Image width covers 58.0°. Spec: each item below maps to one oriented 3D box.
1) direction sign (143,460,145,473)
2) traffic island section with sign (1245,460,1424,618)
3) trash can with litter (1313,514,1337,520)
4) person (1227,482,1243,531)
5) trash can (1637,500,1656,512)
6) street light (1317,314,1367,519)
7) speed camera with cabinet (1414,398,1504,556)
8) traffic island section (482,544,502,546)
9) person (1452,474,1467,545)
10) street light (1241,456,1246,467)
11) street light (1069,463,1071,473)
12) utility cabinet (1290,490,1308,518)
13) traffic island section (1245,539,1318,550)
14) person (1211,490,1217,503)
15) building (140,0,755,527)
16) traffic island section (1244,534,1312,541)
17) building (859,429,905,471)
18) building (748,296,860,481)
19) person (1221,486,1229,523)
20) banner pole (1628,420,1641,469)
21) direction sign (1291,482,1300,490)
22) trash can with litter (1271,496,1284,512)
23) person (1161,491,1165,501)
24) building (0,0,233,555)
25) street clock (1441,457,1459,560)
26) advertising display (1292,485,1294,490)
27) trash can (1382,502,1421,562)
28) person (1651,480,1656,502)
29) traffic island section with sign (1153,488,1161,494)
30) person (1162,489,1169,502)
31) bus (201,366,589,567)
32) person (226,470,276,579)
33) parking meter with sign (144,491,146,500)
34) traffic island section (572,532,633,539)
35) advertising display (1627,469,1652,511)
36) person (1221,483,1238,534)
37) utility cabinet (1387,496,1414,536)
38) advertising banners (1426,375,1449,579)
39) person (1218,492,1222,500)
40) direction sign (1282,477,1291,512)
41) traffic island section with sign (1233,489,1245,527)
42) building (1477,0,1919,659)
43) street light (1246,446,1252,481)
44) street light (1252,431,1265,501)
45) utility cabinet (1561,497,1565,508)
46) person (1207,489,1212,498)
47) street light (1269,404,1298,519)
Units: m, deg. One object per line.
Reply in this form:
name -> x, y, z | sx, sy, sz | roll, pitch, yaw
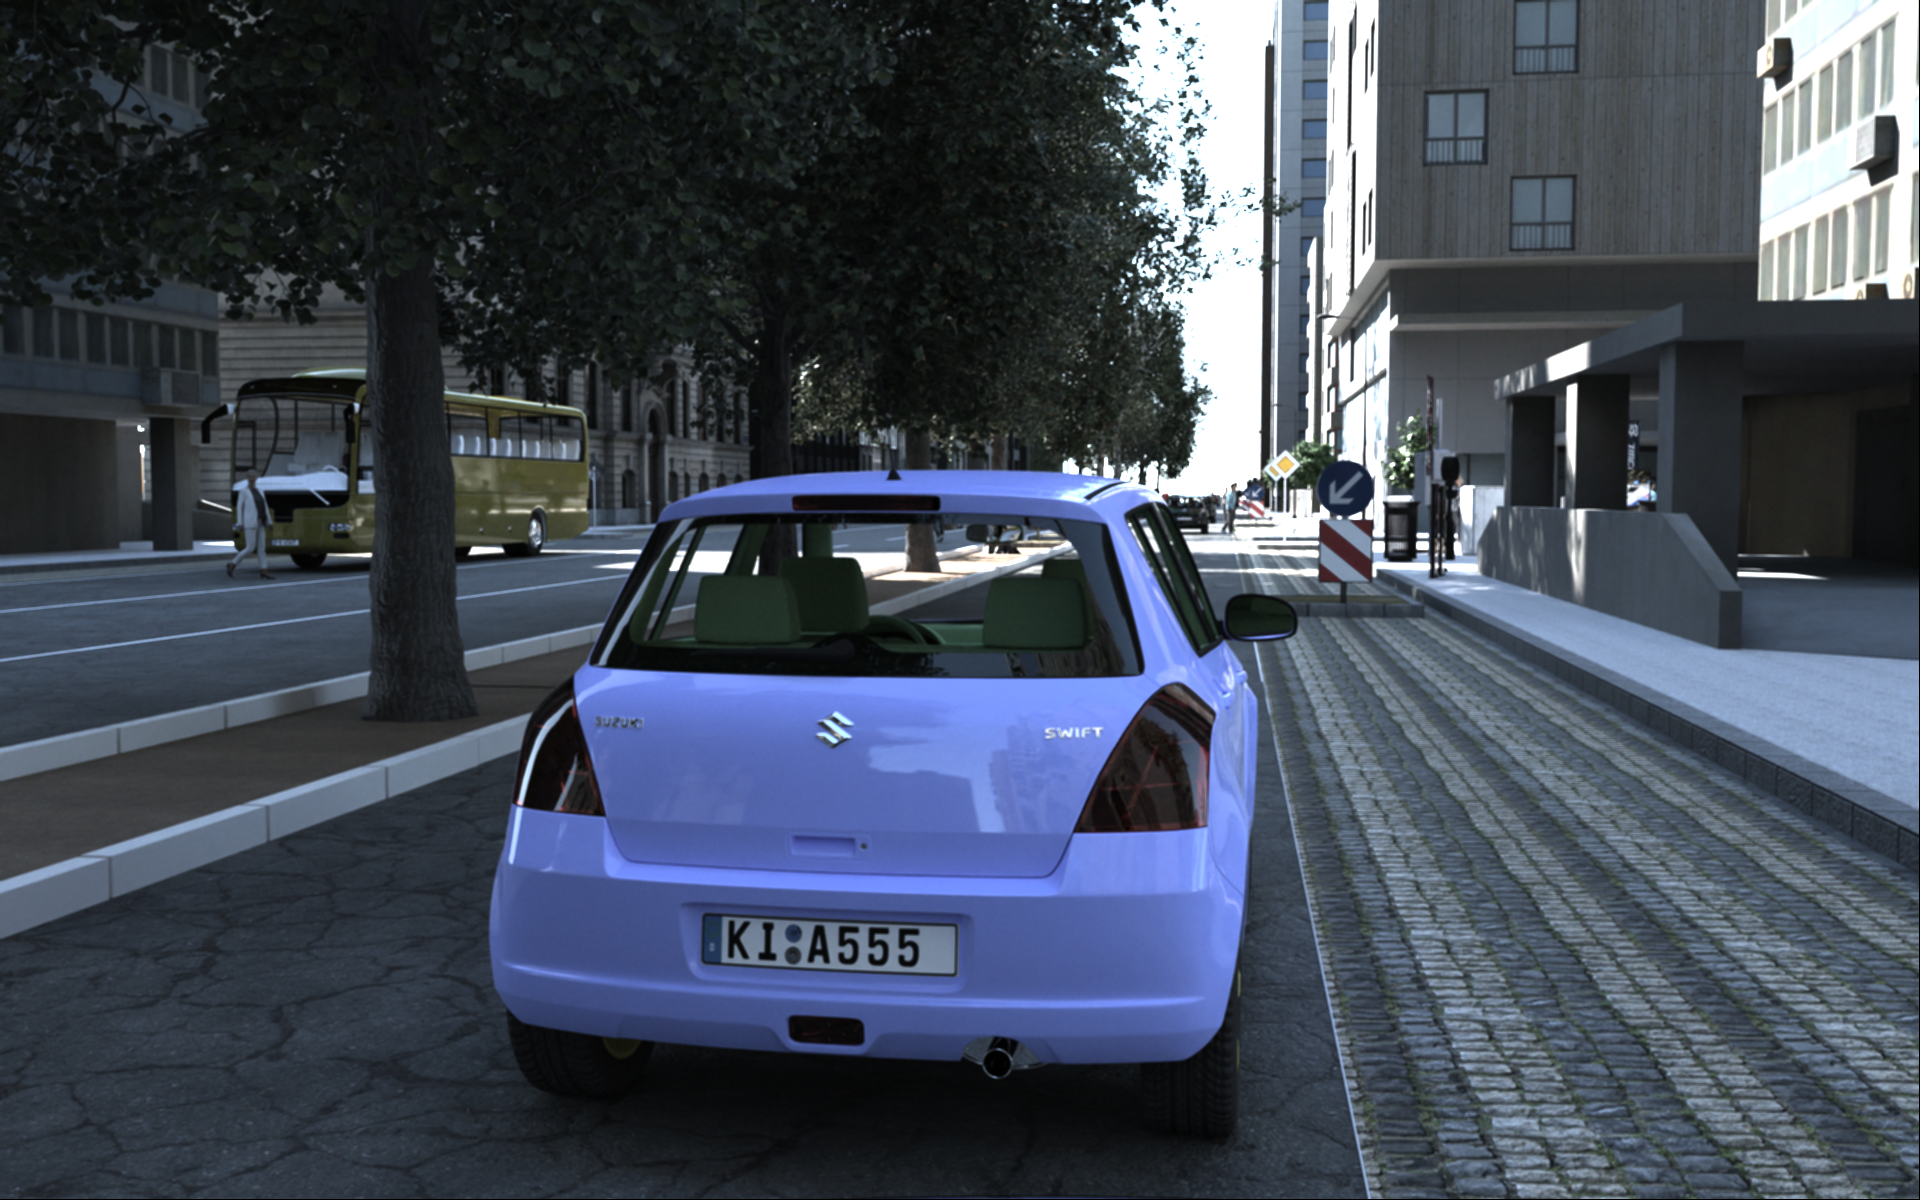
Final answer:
direction sign -> -49.276, -6.884, 104.546 | 0.379, 3.537, 0.876 | -1, 4, -9
traffic island section with sign -> 4.498, -0.755, 20.964 | 1.989, 1.847, 2.006 | 1, 4, 9
trash can with litter -> 18.661, -4.585, 86.017 | 1.678, 1.210, 2.233 | -1, 4, -10
person -> 10.656, -3.623, 67.098 | 0.474, 1.900, 0.648 | 3, 4, 36
trash can -> 15.569, -1.664, 38.865 | 0.748, 1.137, 0.748 | 0, 3, 0
street light -> 9.912, -4.418, 44.778 | 1.470, 5.913, 1.316 | 1, 4, 9
speed camera with cabinet -> 10.563, -2.562, 36.220 | 2.038, 3.252, 0.660 | -1, 4, -10
traffic island section -> -13.151, -1.612, 48.639 | 2.009, 0.180, 2.903 | 1, 4, 9
person -> 12.583, -2.285, 43.591 | 0.537, 1.800, 0.526 | 1, 4, 9
street light -> 35.302, -14.577, 210.876 | 1.470, 5.913, 1.316 | 1, 4, 9
street light -> 16.526, -17.122, 252.488 | 1.470, 5.913, 1.316 | 1, 4, 9
utility cabinet -> 17.679, -4.997, 90.376 | 0.318, 1.500, 1.173 | -2, 4, -27
traffic island section -> 8.540, -1.410, 45.339 | 2.009, 0.180, 2.903 | 1, 4, 9
person -> 21.376, -8.378, 146.006 | 0.617, 1.759, 0.750 | 2, 4, 30
building -> -18.578, -15.592, 74.006 | 14.460, 24.649, 34.723 | 1, 4, 9
traffic island section -> 9.743, -1.893, 53.234 | 2.009, 0.180, 2.903 | 1, 4, 9
building -> -11.447, -18.285, 116.985 | 12.078, 24.808, 19.932 | 1, 4, 9
building -> -13.456, -16.489, 99.279 | 12.332, 23.373, 15.834 | 1, 4, 9
person -> 11.891, -4.184, 77.184 | 0.520, 1.790, 0.573 | 1, 4, 10
banner pole -> 19.857, -3.771, 51.679 | 0.863, 3.779, 0.401 | 0, 4, 0
direction sign -> 21.913, -7.323, 111.726 | 0.379, 3.537, 0.876 | -1, 4, -19
trash can with litter -> 22.885, -6.919, 124.514 | 0.624, 1.170, 1.055 | 3, 4, 37
person -> 23.635, -11.804, 201.949 | 0.683, 1.767, 0.568 | -2, 4, -30
building -> -29.475, -20.948, 34.389 | 23.993, 40.220, 32.217 | 1, 4, 9
street clock -> 9.511, -1.778, 33.646 | 0.358, 2.002, 0.471 | 2, 4, 32
advertising display -> 24.445, -7.444, 126.926 | 0.123, 1.923, 0.974 | 1, 4, 14
trash can -> 8.375, -1.300, 32.914 | 0.748, 1.137, 0.748 | 0, 3, 0
person -> 19.016, -2.419, 48.066 | 0.620, 1.820, 0.660 | -2, 4, -31
traffic island section with sign -> 14.474, -7.342, 128.176 | 2.006, 1.907, 1.989 | 1, 4, 9
person -> 17.435, -8.440, 146.431 | 0.705, 1.831, 1.348 | 3, 5, 39
bus -> -11.302, -2.777, 36.947 | 2.896, 3.916, 12.252 | 1, 4, 9
person -> -11.920, -1.266, 29.078 | 0.818, 1.842, 0.514 | 0, 4, 5
parking meter with sign -> -47.964, -6.421, 101.250 | 0.543, 3.016, 1.738 | 1, 4, 18
traffic island section -> -11.948, -2.095, 56.533 | 2.009, 0.180, 2.903 | 1, 4, 9
advertising display -> 17.288, -2.408, 44.581 | 0.974, 1.923, 0.123 | 0, 4, -5
person -> 9.655, -3.276, 62.089 | 0.620, 1.820, 0.660 | 1, 4, 11
utility cabinet -> 13.462, -2.547, 52.813 | 0.306, 1.237, 1.020 | -2, 4, -30
advertising banners -> 7.283, -1.853, 26.479 | 0.090, 3.025, 2.074 | 2, 4, 24
person -> 35.800, -14.045, 238.842 | 0.721, 1.736, 1.217 | -2, 4, -24
direction sign -> 22.947, -7.904, 121.227 | 0.876, 3.537, 0.379 | 3, 4, 36
traffic island section with sign -> 12.825, -4.096, 75.600 | 1.989, 1.847, 2.006 | 1, 4, 9
building -> 23.238, -19.916, 17.516 | 32.217, 40.220, 23.993 | 1, 4, 9
street light -> 28.407, -11.819, 165.778 | 1.470, 5.913, 1.316 | 1, 4, 9
street light -> 22.673, -9.551, 128.692 | 1.470, 5.913, 1.316 | 1, 4, 9
utility cabinet -> 14.388, -1.758, 39.908 | 1.020, 1.237, 0.306 | 1, 4, 16
person -> 19.536, -7.817, 136.299 | 0.705, 1.826, 1.348 | -1, 4, -15
street light -> 16.694, -7.128, 89.091 | 1.470, 5.913, 1.316 | 1, 4, 9
